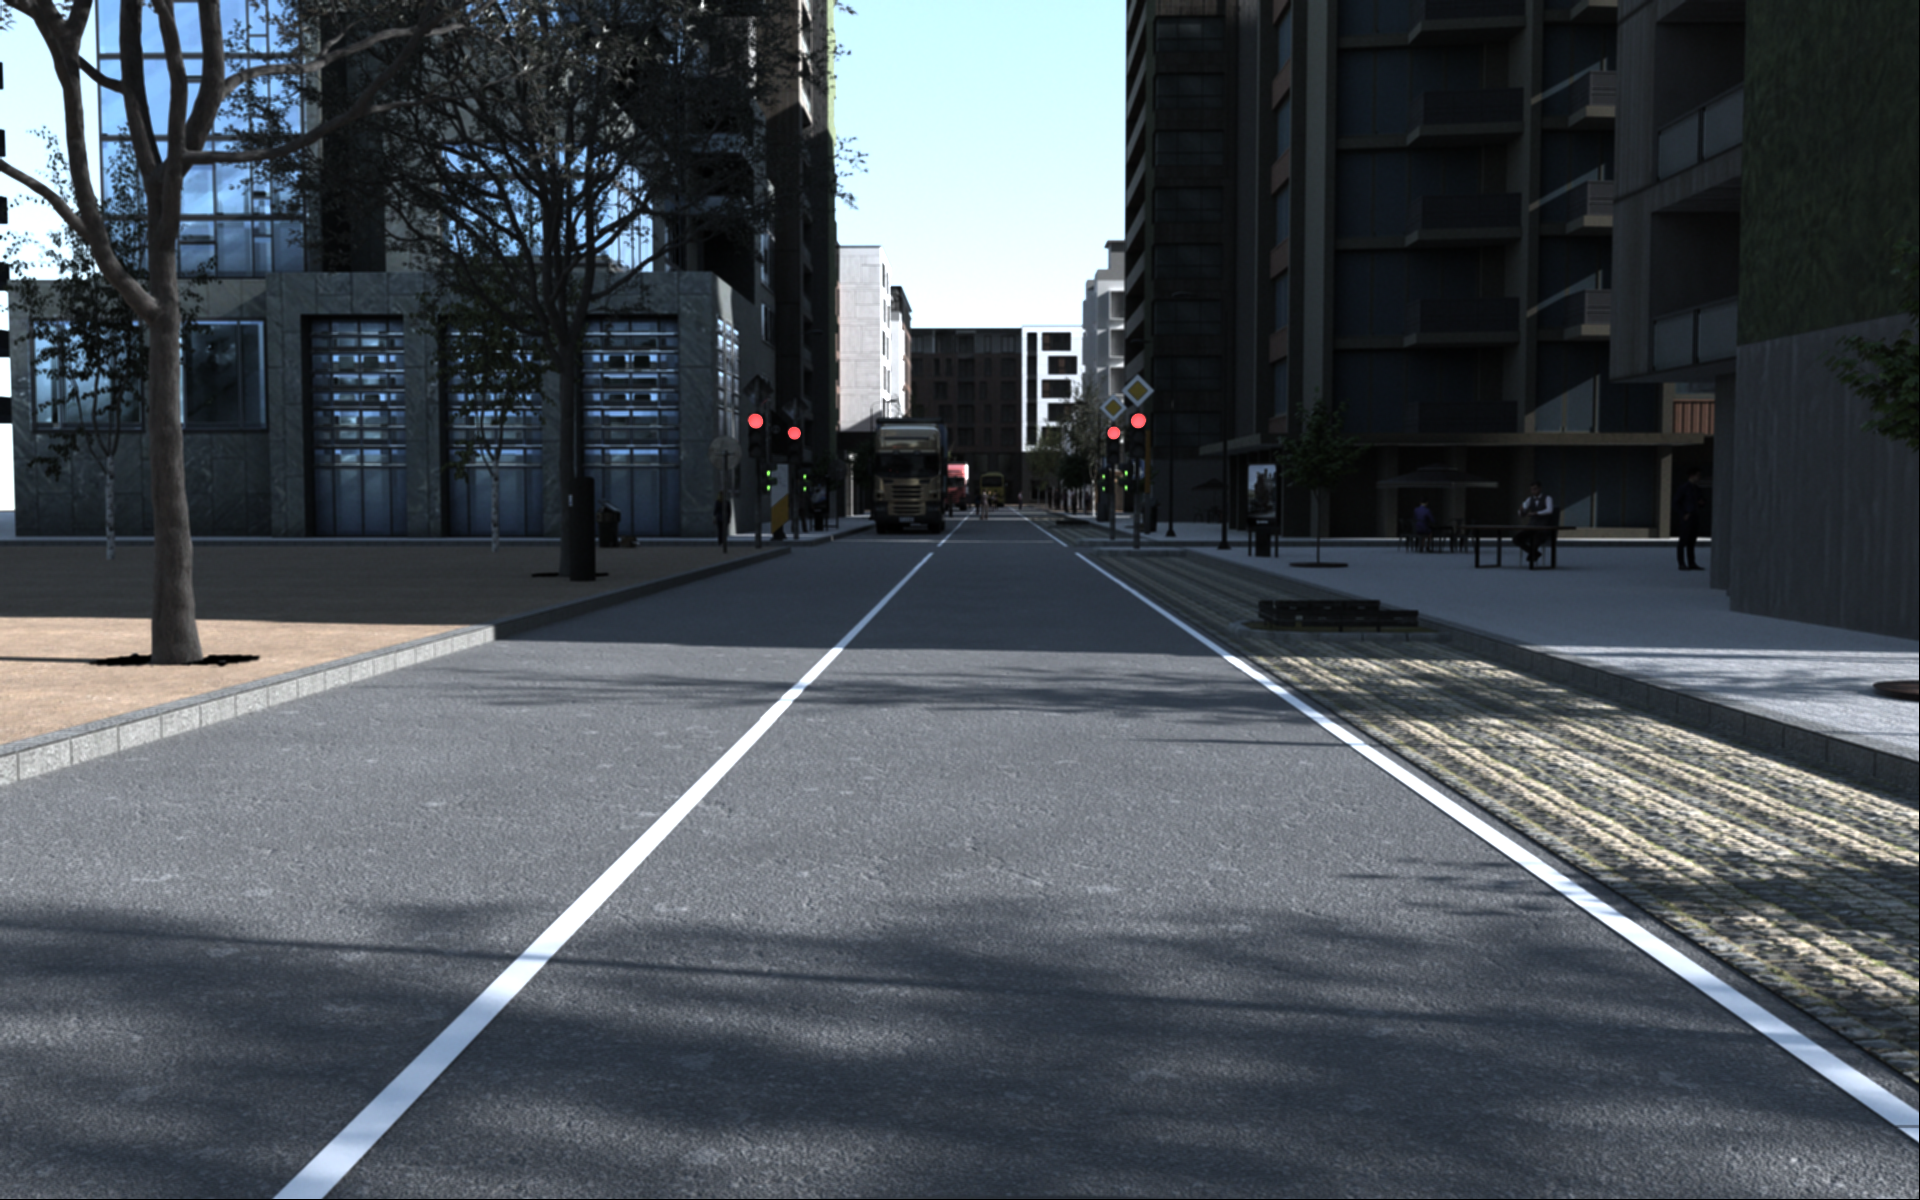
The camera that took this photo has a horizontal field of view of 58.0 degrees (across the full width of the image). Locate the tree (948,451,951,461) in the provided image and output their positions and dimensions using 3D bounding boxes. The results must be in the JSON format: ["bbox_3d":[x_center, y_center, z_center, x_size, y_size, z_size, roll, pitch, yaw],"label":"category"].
[{"bbox_3d":[-2.959,-13.927,178.062,4.737,8.622,4.395,0,3,0],"label":"tree"}]

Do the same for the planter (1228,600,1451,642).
[{"bbox_3d":[3.782,0.210,17.699,1.991,0.319,1.994,0,4,1],"label":"planter"}]

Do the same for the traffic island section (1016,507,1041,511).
[{"bbox_3d":[6.073,-7.832,150.921,1.991,0.108,1.994,0,4,1],"label":"traffic island section"}]

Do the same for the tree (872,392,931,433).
[{"bbox_3d":[-3.962,-10.614,123.908,4.737,8.622,4.395,0,3,0],"label":"tree"}]

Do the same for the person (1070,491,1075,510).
[{"bbox_3d":[9.265,-8.340,143.346,0.436,1.711,0.756,1,4,21],"label":"person"}]

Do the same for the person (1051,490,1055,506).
[{"bbox_3d":[9.869,-10.833,183.097,1.348,1.831,0.705,-1,4,-20],"label":"person"}]

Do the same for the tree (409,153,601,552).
[{"bbox_3d":[-10.208,-5.375,38.251,4.737,8.622,4.395,0,3,0],"label":"tree"}]

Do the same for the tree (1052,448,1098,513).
[{"bbox_3d":[7.908,-8.291,119.265,4.285,4.588,4.351,0,3,0],"label":"tree"}]

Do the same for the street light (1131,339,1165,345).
[{"bbox_3d":[5.820,-4.867,52.121,1.470,5.913,1.316,0,4,1],"label":"street light"}]

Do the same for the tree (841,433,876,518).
[{"bbox_3d":[-4.629,-6.646,92.372,4.285,4.588,4.351,0,3,0],"label":"tree"}]

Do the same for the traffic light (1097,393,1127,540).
[{"bbox_3d":[4.265,-3.646,48.525,0.839,4.253,0.868,0,4,1],"label":"traffic light"}]

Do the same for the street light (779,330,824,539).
[{"bbox_3d":[-4.564,-4.693,49.265,1.470,5.913,1.316,0,4,1],"label":"street light"}]

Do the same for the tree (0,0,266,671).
[{"bbox_3d":[-6.011,-6.253,12.611,12.009,13.543,11.850,0,3,0],"label":"tree"}]

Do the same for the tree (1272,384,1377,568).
[{"bbox_3d":[6.328,-2.212,30.776,1.663,3.219,1.824,0,3,0],"label":"tree"}]

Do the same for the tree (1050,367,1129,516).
[{"bbox_3d":[7.795,-9.155,100.053,4.360,8.622,3.978,0,3,0],"label":"tree"}]

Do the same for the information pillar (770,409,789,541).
[{"bbox_3d":[-4.985,-3.447,47.718,0.504,3.616,0.183,-1,4,-10],"label":"information pillar"}]

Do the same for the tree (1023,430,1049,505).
[{"bbox_3d":[9.220,-15.336,201.104,4.360,8.622,3.978,0,3,0],"label":"tree"}]

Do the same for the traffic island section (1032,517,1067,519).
[{"bbox_3d":[5.195,-4.745,100.444,1.991,0.108,1.994,0,4,1],"label":"traffic island section"}]

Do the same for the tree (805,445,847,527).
[{"bbox_3d":[-5.361,-4.456,67.451,1.663,3.219,1.824,0,3,0],"label":"tree"}]

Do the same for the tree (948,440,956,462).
[{"bbox_3d":[-2.537,-14.349,184.964,4.360,8.622,3.978,0,3,0],"label":"tree"}]

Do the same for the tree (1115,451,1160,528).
[{"bbox_3d":[6.808,-4.386,66.314,1.663,3.219,1.824,0,3,0],"label":"tree"}]

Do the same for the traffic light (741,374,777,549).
[{"bbox_3d":[-4.733,-3.166,40.678,0.839,4.253,0.868,0,4,1],"label":"traffic light"}]

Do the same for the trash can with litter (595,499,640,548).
[{"bbox_3d":[-8.194,-1.844,41.530,1.055,1.170,0.624,1,4,14],"label":"trash can with litter"}]

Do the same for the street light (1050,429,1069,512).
[{"bbox_3d":[7.051,-9.200,122.959,1.470,5.913,1.316,0,4,1],"label":"street light"}]

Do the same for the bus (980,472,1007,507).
[{"bbox_3d":[3.720,-12.358,193.602,2.896,3.916,12.252,0,4,2],"label":"bus"}]

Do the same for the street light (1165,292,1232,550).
[{"bbox_3d":[5.588,-4.126,40.009,1.470,5.913,1.316,0,4,1],"label":"street light"}]

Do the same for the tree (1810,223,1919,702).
[{"bbox_3d":[6.459,-0.989,10.767,1.663,3.219,1.824,0,3,0],"label":"tree"}]

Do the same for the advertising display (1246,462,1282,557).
[{"bbox_3d":[6.204,-1.847,35.412,0.123,1.923,0.974,-2,4,-29],"label":"advertising display"}]

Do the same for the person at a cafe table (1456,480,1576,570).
[{"bbox_3d":[9.817,-1.319,30.086,1.622,1.524,1.698,-3,5,-42],"label":"person at a cafe table"}]

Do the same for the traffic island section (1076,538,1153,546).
[{"bbox_3d":[4.305,-1.612,48.638,2.009,0.180,2.903,0,4,1],"label":"traffic island section"}]

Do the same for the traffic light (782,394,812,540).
[{"bbox_3d":[-4.595,-3.654,48.661,0.839,4.253,0.868,0,4,1],"label":"traffic light"}]

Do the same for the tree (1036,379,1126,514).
[{"bbox_3d":[8.212,-9.841,111.262,4.737,8.622,4.395,0,3,0],"label":"tree"}]

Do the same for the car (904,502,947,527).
[{"bbox_3d":[-1.627,-4.093,75.961,2.155,1.783,4.494,0,4,2],"label":"car"}]

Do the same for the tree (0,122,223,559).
[{"bbox_3d":[-16.740,-5.116,34.012,4.360,8.622,3.978,0,3,0],"label":"tree"}]

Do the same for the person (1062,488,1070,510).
[{"bbox_3d":[8.588,-8.174,140.365,0.721,1.739,1.217,-2,4,-27],"label":"person"}]

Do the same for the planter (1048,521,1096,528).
[{"bbox_3d":[4.727,-3.190,73.293,1.991,0.319,1.994,0,4,1],"label":"planter"}]

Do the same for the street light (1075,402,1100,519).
[{"bbox_3d":[6.485,-7.032,87.518,1.470,5.913,1.316,0,4,1],"label":"street light"}]

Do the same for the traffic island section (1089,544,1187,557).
[{"bbox_3d":[4.167,-1.124,40.654,2.009,0.180,2.903,0,4,1],"label":"traffic island section"}]

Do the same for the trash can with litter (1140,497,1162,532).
[{"bbox_3d":[6.397,-2.877,58.429,0.624,1.170,1.055,1,4,21],"label":"trash can with litter"}]

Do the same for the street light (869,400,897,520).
[{"bbox_3d":[-3.818,-6.901,85.371,1.470,5.913,1.316,0,4,1],"label":"street light"}]

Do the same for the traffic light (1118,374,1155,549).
[{"bbox_3d":[4.127,-3.157,40.541,0.839,4.253,0.868,0,4,1],"label":"traffic light"}]

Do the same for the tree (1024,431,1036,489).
[{"bbox_3d":[8.490,-12.723,158.383,4.737,8.622,4.395,0,3,0],"label":"tree"}]

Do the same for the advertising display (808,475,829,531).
[{"bbox_3d":[-4.909,-3.365,60.236,0.974,1.923,0.123,3,5,45],"label":"advertising display"}]
